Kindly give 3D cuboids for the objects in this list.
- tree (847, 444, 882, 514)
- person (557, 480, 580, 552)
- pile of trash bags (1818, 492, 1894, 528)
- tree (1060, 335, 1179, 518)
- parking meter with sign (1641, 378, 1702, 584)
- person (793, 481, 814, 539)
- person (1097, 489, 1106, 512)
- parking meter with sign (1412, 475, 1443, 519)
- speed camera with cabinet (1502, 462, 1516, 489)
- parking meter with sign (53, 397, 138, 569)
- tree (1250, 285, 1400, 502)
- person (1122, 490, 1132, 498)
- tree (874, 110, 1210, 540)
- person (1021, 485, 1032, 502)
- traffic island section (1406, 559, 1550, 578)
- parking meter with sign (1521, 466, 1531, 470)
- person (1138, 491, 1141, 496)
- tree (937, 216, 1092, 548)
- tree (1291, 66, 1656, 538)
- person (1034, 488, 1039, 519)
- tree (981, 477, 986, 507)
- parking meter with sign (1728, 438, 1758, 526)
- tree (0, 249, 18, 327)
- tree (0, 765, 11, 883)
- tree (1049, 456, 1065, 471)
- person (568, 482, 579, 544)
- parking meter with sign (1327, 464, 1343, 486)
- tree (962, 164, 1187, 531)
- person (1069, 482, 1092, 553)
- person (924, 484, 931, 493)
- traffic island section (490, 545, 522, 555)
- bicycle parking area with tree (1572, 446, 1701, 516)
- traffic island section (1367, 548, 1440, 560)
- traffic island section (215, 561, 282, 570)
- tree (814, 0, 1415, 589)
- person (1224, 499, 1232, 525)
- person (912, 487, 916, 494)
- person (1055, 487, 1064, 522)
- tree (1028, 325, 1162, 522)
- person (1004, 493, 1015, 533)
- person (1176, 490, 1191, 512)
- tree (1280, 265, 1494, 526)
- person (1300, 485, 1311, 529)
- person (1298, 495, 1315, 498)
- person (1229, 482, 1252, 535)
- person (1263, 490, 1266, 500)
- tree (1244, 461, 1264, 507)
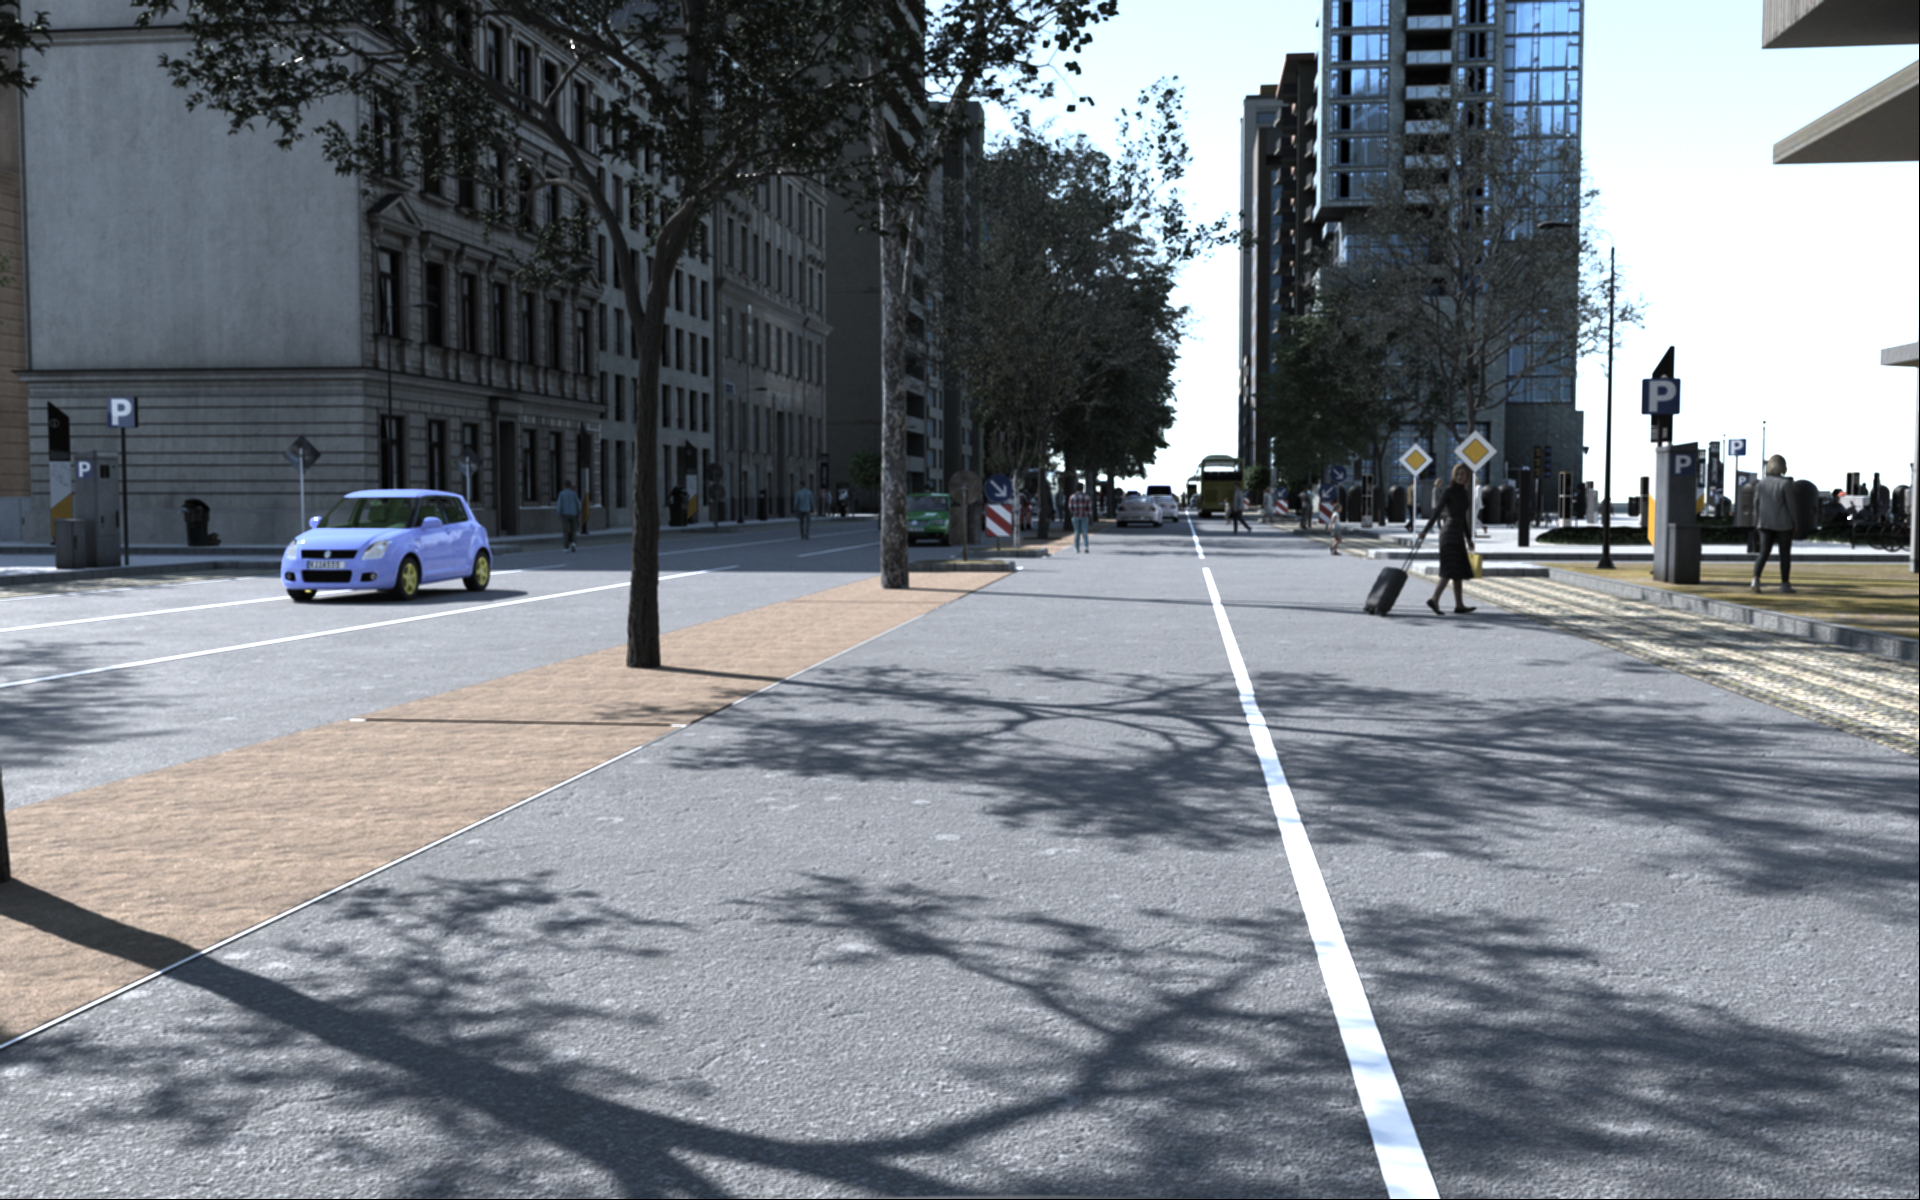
[{"bbox_3d":[-5.910,-7.943,113.579,4.285,4.588,4.351,0,3,0],"label":"tree"},{"bbox_3d":[-9.621,-2.064,42.590,0.601,1.785,0.444,-1,4,-22],"label":"person"},{"bbox_3d":[27.514,-2.717,54.177,1.912,1.369,3.447,-1,4,-23],"label":"pile of trash bags"},{"bbox_3d":[8.808,-11.010,100.604,7.486,12.596,7.792,0,3,0],"label":"tree"},{"bbox_3d":[10.441,-1.777,25.310,0.543,3.016,1.738,0,4,7],"label":"parking meter with sign"},{"bbox_3d":[-4.973,-2.850,54.964,0.638,1.841,0.748,0,4,2],"label":"person"},{"bbox_3d":[11.378,-7.987,139.055,1.348,1.831,0.705,-2,4,-28],"label":"person"},{"bbox_3d":[23.910,-5.630,88.305,1.738,3.016,0.543,0,4,6],"label":"parking meter with sign"},{"bbox_3d":[33.932,-6.818,105.810,0.660,3.252,2.038,-1,4,-17],"label":"speed camera with cabinet"},{"bbox_3d":[-15.156,-2.085,30.354,0.543,3.016,1.738,1,4,8],"label":"parking meter with sign"},{"bbox_3d":[20.063,-10.766,94.144,7.486,12.596,7.792,0,3,0],"label":"tree"},{"bbox_3d":[16.769,-10.066,173.087,1.348,1.822,0.705,-1,4,-21],"label":"person"},{"bbox_3d":[2.591,-8.657,54.368,12.009,13.543,11.850,0,3,0],"label":"tree"},{"bbox_3d":[2.973,-4.274,78.350,0.622,1.834,0.822,1,4,23],"label":"person"},{"bbox_3d":[9.312,-0.550,31.273,2.009,0.180,2.903,0,4,7],"label":"traffic island section"},{"bbox_3d":[35.670,-6.899,109.060,0.543,3.016,1.738,1,4,22],"label":"parking meter with sign"},{"bbox_3d":[21.157,-11.933,204.047,0.683,1.767,0.568,3,4,37],"label":"person"},{"bbox_3d":[1.480,-5.625,44.788,4.360,8.622,3.978,0,3,0],"label":"tree"},{"bbox_3d":[14.932,-8.589,50.793,12.009,13.543,11.850,0,3,0],"label":"tree"},{"bbox_3d":[4.510,-5.463,98.160,0.623,1.781,0.721,0,4,3],"label":"person"},{"bbox_3d":[2.420,-10.811,171.366,1.663,3.219,1.824,0,3,0],"label":"tree"},{"bbox_3d":[25.020,-3.593,55.013,1.738,3.016,0.543,-3,5,-42],"label":"parking meter with sign"},{"bbox_3d":[-19.376,-4.922,30.839,4.737,8.622,4.395,0,3,0],"label":"tree"},{"bbox_3d":[-3.704,-4.210,5.696,8.767,10.594,7.601,0,4,7],"label":"tree"},{"bbox_3d":[14.572,-19.790,273.932,4.737,8.622,4.395,0,3,0],"label":"tree"},{"bbox_3d":[-11.093,-2.467,49.326,0.515,1.767,0.782,0,4,-1],"label":"person"},{"bbox_3d":[22.208,-6.458,101.856,0.543,3.016,1.738,3,5,39],"label":"parking meter with sign"},{"bbox_3d":[4.318,-9.615,66.320,9.857,13.997,8.962,0,3,0],"label":"tree"},{"bbox_3d":[2.941,-2.019,42.349,0.563,1.720,0.643,0,4,7],"label":"person"},{"bbox_3d":[-1.138,-3.362,63.656,0.511,1.800,0.466,1,4,18],"label":"person"},{"bbox_3d":[-11.940,-1.208,42.025,2.009,0.180,2.903,0,4,7],"label":"traffic island section"},{"bbox_3d":[40.139,-7.122,103.446,8.231,4.147,9.016,2,4,30],"label":"bicycle parking area with tree"},{"bbox_3d":[10.321,-1.034,39.194,2.009,0.180,2.903,0,4,7],"label":"traffic island section"},{"bbox_3d":[-12.949,-0.723,34.104,2.009,0.180,2.903,0,4,7],"label":"traffic island section"},{"bbox_3d":[0.111,-10.168,24.590,12.611,20.169,13.585,0,3,0],"label":"tree"},{"bbox_3d":[12.430,-4.077,80.173,0.382,1.210,0.505,0,4,7],"label":"person"},{"bbox_3d":[-3.331,-7.454,128.008,0.705,1.812,1.348,1,4,12],"label":"person"},{"bbox_3d":[5.003,-4.827,87.604,0.537,1.800,0.526,-2,4,-30],"label":"person"},{"bbox_3d":[6.876,-9.860,89.428,9.928,11.665,9.643,0,3,0],"label":"tree"},{"bbox_3d":[1.880,-3.197,63.369,0.523,1.515,0.503,2,4,31],"label":"person"},{"bbox_3d":[18.106,-8.020,140.361,1.217,1.736,0.721,0,4,-3],"label":"person"},{"bbox_3d":[17.073,-8.272,69.657,8.767,10.594,7.601,1,4,13],"label":"tree"},{"bbox_3d":[14.106,-3.772,70.450,0.520,1.790,0.573,3,5,40],"label":"person"},{"bbox_3d":[24.161,-7.027,121.011,1.350,1.814,0.705,0,4,2],"label":"person"},{"bbox_3d":[9.921,-3.237,61.279,0.795,1.843,0.661,0,4,-7],"label":"person"},{"bbox_3d":[28.812,-9.586,163.687,0.541,1.710,0.530,1,4,14],"label":"person"},{"bbox_3d":[29.236,-11.407,170.220,4.285,4.588,4.351,0,3,0],"label":"tree"}]
